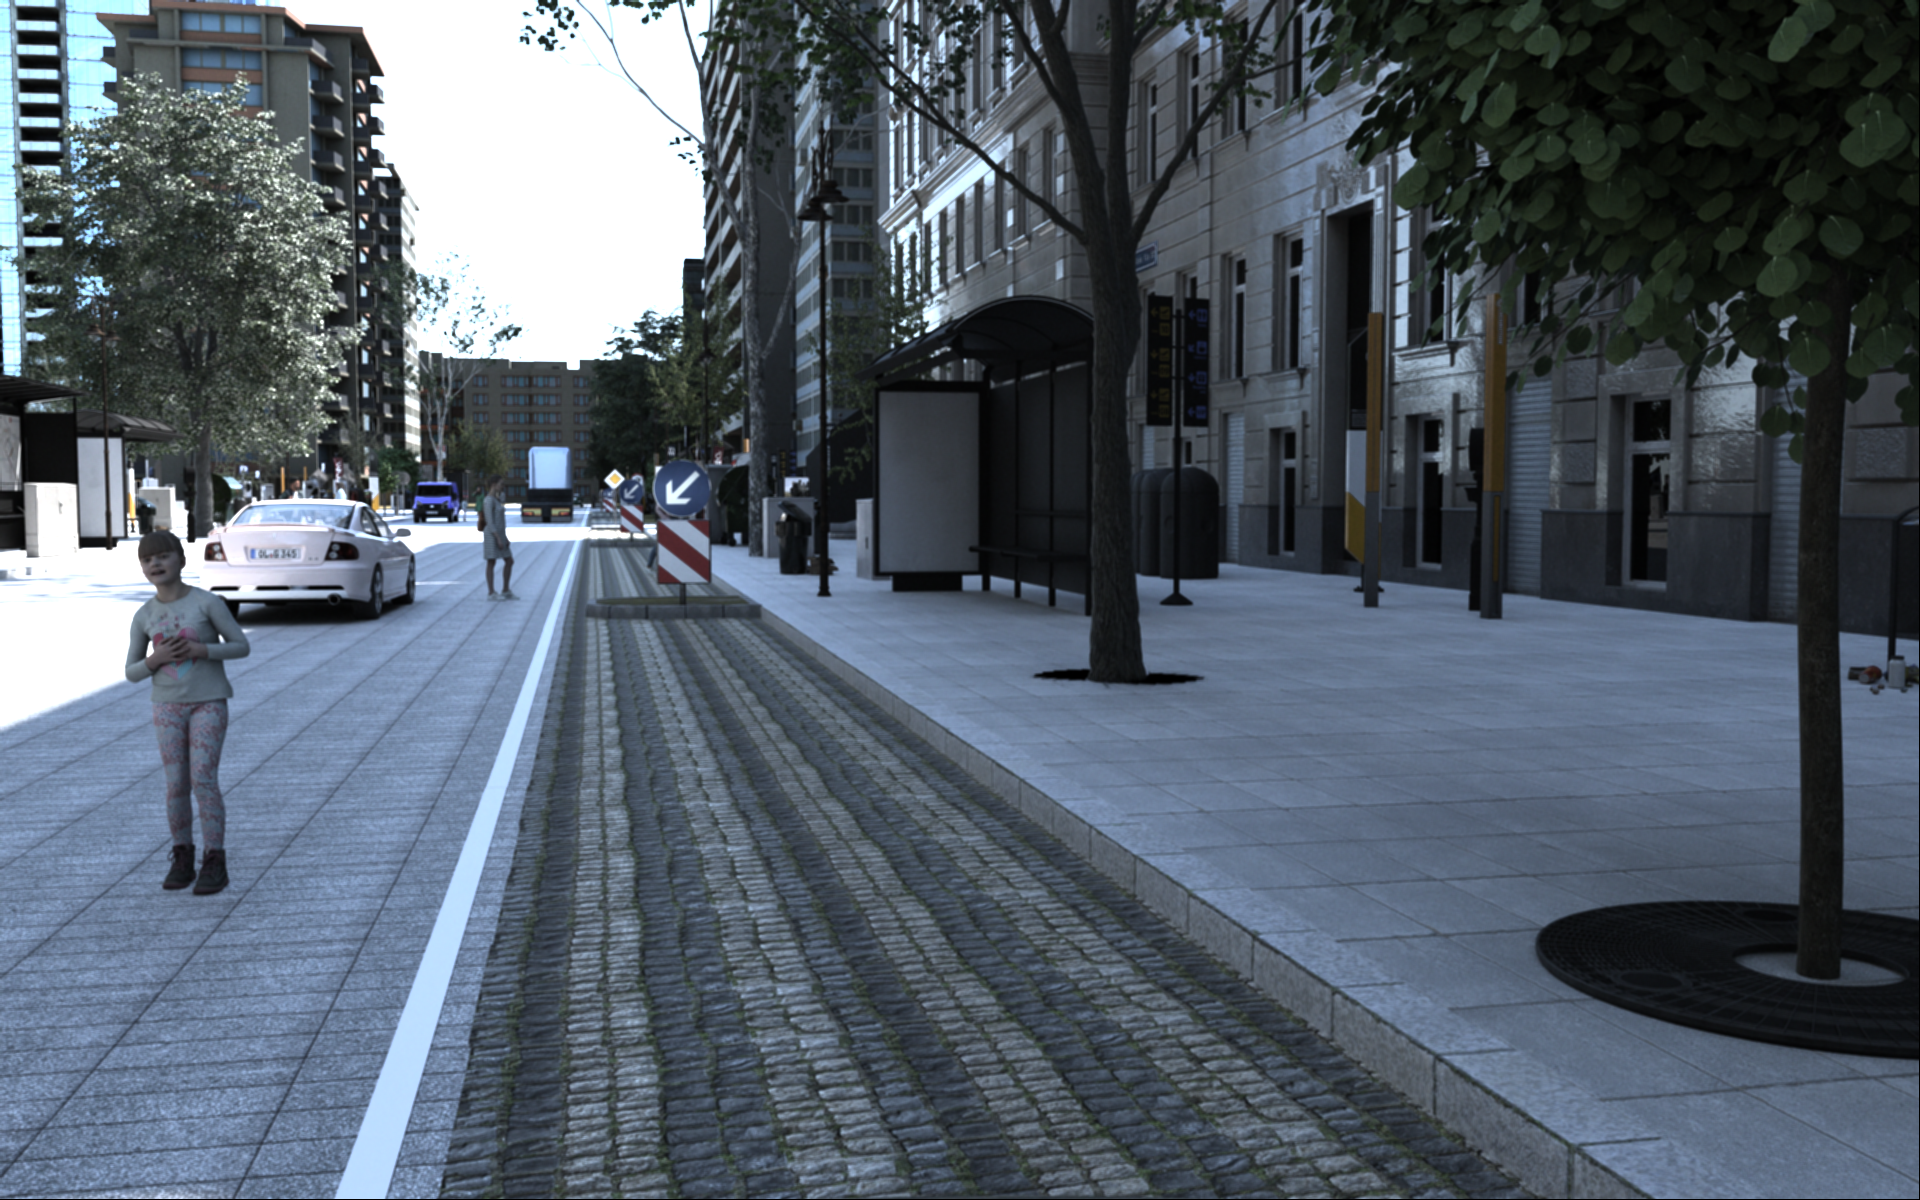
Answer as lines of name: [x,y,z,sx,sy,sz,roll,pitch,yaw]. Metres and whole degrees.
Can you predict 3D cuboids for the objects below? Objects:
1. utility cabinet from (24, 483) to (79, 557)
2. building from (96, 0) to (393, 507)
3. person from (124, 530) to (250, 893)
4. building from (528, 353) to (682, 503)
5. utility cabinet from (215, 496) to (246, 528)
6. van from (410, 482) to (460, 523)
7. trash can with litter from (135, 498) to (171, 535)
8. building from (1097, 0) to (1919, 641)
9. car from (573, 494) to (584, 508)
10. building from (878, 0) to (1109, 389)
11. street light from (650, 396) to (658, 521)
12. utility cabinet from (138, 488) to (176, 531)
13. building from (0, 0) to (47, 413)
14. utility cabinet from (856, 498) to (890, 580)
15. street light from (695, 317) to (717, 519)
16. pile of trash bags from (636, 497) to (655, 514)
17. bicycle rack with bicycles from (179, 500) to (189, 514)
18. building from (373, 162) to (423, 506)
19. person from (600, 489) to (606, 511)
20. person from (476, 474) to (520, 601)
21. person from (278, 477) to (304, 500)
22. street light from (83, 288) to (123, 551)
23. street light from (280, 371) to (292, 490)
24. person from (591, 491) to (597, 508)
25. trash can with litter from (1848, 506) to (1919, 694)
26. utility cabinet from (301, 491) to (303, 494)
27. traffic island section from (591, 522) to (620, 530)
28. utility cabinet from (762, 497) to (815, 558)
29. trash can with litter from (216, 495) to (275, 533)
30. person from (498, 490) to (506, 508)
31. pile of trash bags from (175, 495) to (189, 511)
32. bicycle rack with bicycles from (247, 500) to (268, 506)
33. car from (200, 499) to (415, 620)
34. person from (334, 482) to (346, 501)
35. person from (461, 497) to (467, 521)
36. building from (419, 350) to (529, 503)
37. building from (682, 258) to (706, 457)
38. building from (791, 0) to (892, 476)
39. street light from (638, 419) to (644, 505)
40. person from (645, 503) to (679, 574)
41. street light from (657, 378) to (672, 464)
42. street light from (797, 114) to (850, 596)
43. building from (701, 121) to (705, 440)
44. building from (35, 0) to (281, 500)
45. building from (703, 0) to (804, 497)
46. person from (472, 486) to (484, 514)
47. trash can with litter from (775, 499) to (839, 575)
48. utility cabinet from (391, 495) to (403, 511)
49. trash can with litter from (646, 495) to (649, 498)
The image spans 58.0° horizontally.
utility cabinet: [-18.394,-1.615,35.092,0.318,1.500,1.173,1,4,10]
building: [-64.597,-30.812,158.406,22.147,44.769,28.867,-1,4,-12]
person: [-2.808,0.396,6.303,0.425,1.301,0.394,-1,4,-22]
building: [-47.560,-25.029,254.264,28.899,21.520,27.650,-1,4,-12]
utility cabinet: [-26.697,-3.195,63.400,1.020,1.237,0.306,-3,4,-37]
van: [-26.493,-5.093,87.650,2.240,2.365,5.245,-1,4,-12]
trash can with litter: [-25.070,-2.597,53.852,1.055,1.170,0.624,0,4,6]
building: [11.448,-14.055,27.059,12.463,27.353,25.104,-1,4,-12]
car: [-41.335,-10.632,185.624,2.131,1.459,4.920,-1,4,-11]
building: [5.472,-15.564,51.739,12.463,27.353,25.104,-1,4,-12]
street light: [-14.302,-6.648,81.479,0.468,5.910,1.993,-1,4,-12]
utility cabinet: [-27.840,-3.141,60.027,1.173,1.500,0.318,0,4,5]
building: [-101.485,-53.833,192.844,31.000,86.520,22.319,-1,4,-12]
utility cabinet: [-1.322,-0.920,26.199,0.306,1.237,1.020,-1,4,-17]
street light: [-6.632,-4.438,45.342,0.468,5.910,1.993,-1,4,-12]
pile of trash bags: [-19.191,-6.136,110.079,1.912,1.369,3.447,2,4,23]
bicycle rack with bicycles: [-50.711,-5.939,110.491,2.925,0.926,2.852,2,4,28]
building: [-73.280,-30.697,193.780,23.993,40.220,32.217,-1,4,-12]
person: [-27.789,-7.718,134.869,0.537,1.800,0.526,-3,5,-44]
person: [-6.252,-0.845,23.322,0.522,1.701,0.512,0,4,-1]
person: [-15.141,-1.896,39.491,0.794,1.824,0.713,-3,4,-38]
street light: [-19.307,-4.058,39.133,0.468,5.910,1.993,-1,4,-12]
street light: [-24.278,-5.487,62.503,0.468,5.910,1.993,-1,4,-12]
person: [-36.380,-9.974,172.123,0.434,1.755,0.990,-3,5,-40]
trash can with litter: [6.966,-0.035,11.623,2.233,1.210,1.678,0,4,1]
utility cabinet: [-42.663,-6.294,111.582,1.173,1.500,0.318,2,4,28]
traffic island section: [-15.383,-3.347,76.997,2.009,0.180,2.903,-1,4,-12]
utility cabinet: [-3.464,-1.458,34.994,1.020,1.237,0.306,-2,4,-29]
trash can with litter: [-23.433,-2.719,55.511,1.678,1.210,2.233,1,4,22]
person: [-37.318,-8.093,141.019,0.583,1.804,0.606,1,4,16]
pile of trash bags: [-60.508,-7.693,135.531,1.912,1.369,3.447,2,4,23]
bicycle rack with bicycles: [-41.128,-5.334,100.591,2.925,0.926,2.852,0,4,8]
car: [-7.802,-0.529,21.008,2.083,1.381,4.827,-1,4,-10]
person: [-18.544,-2.639,51.904,0.793,1.790,0.793,3,5,43]
person: [-26.276,-4.840,91.912,0.425,1.301,0.394,1,4,21]
building: [-76.018,-24.717,249.167,28.899,21.520,27.650,-1,4,-12]
building: [-27.171,-27.027,213.597,14.160,30.474,14.107,-1,4,-12]
building: [2.920,-25.117,102.538,23.993,40.220,32.217,-1,4,-12]
street light: [-19.253,-8.067,104.687,0.468,5.910,1.993,-1,4,-12]
person: [-5.257,-1.324,30.734,0.643,1.750,0.593,1,4,22]
street light: [-11.622,-5.870,68.755,0.468,5.910,1.993,-1,4,-12]
street light: [-1.707,-2.985,21.595,0.468,5.910,1.993,-1,4,-12]
building: [-16.979,-35.036,192.449,23.786,49.044,30.456,-1,4,-12]
building: [-105.134,-56.532,236.962,31.000,86.520,22.319,-1,4,-12]
building: [-13.141,-33.212,166.720,21.300,48.544,21.600,-1,4,-12]
person: [-22.741,-4.484,82.055,0.600,1.795,0.529,1,4,12]
trash can with litter: [-2.433,-0.998,27.702,1.055,1.170,0.624,2,4,26]
utility cabinet: [-44.061,-7.608,135.555,0.306,1.237,1.020,2,4,30]
trash can with litter: [-24.079,-7.345,131.153,2.233,1.210,1.678,-3,5,-44]
